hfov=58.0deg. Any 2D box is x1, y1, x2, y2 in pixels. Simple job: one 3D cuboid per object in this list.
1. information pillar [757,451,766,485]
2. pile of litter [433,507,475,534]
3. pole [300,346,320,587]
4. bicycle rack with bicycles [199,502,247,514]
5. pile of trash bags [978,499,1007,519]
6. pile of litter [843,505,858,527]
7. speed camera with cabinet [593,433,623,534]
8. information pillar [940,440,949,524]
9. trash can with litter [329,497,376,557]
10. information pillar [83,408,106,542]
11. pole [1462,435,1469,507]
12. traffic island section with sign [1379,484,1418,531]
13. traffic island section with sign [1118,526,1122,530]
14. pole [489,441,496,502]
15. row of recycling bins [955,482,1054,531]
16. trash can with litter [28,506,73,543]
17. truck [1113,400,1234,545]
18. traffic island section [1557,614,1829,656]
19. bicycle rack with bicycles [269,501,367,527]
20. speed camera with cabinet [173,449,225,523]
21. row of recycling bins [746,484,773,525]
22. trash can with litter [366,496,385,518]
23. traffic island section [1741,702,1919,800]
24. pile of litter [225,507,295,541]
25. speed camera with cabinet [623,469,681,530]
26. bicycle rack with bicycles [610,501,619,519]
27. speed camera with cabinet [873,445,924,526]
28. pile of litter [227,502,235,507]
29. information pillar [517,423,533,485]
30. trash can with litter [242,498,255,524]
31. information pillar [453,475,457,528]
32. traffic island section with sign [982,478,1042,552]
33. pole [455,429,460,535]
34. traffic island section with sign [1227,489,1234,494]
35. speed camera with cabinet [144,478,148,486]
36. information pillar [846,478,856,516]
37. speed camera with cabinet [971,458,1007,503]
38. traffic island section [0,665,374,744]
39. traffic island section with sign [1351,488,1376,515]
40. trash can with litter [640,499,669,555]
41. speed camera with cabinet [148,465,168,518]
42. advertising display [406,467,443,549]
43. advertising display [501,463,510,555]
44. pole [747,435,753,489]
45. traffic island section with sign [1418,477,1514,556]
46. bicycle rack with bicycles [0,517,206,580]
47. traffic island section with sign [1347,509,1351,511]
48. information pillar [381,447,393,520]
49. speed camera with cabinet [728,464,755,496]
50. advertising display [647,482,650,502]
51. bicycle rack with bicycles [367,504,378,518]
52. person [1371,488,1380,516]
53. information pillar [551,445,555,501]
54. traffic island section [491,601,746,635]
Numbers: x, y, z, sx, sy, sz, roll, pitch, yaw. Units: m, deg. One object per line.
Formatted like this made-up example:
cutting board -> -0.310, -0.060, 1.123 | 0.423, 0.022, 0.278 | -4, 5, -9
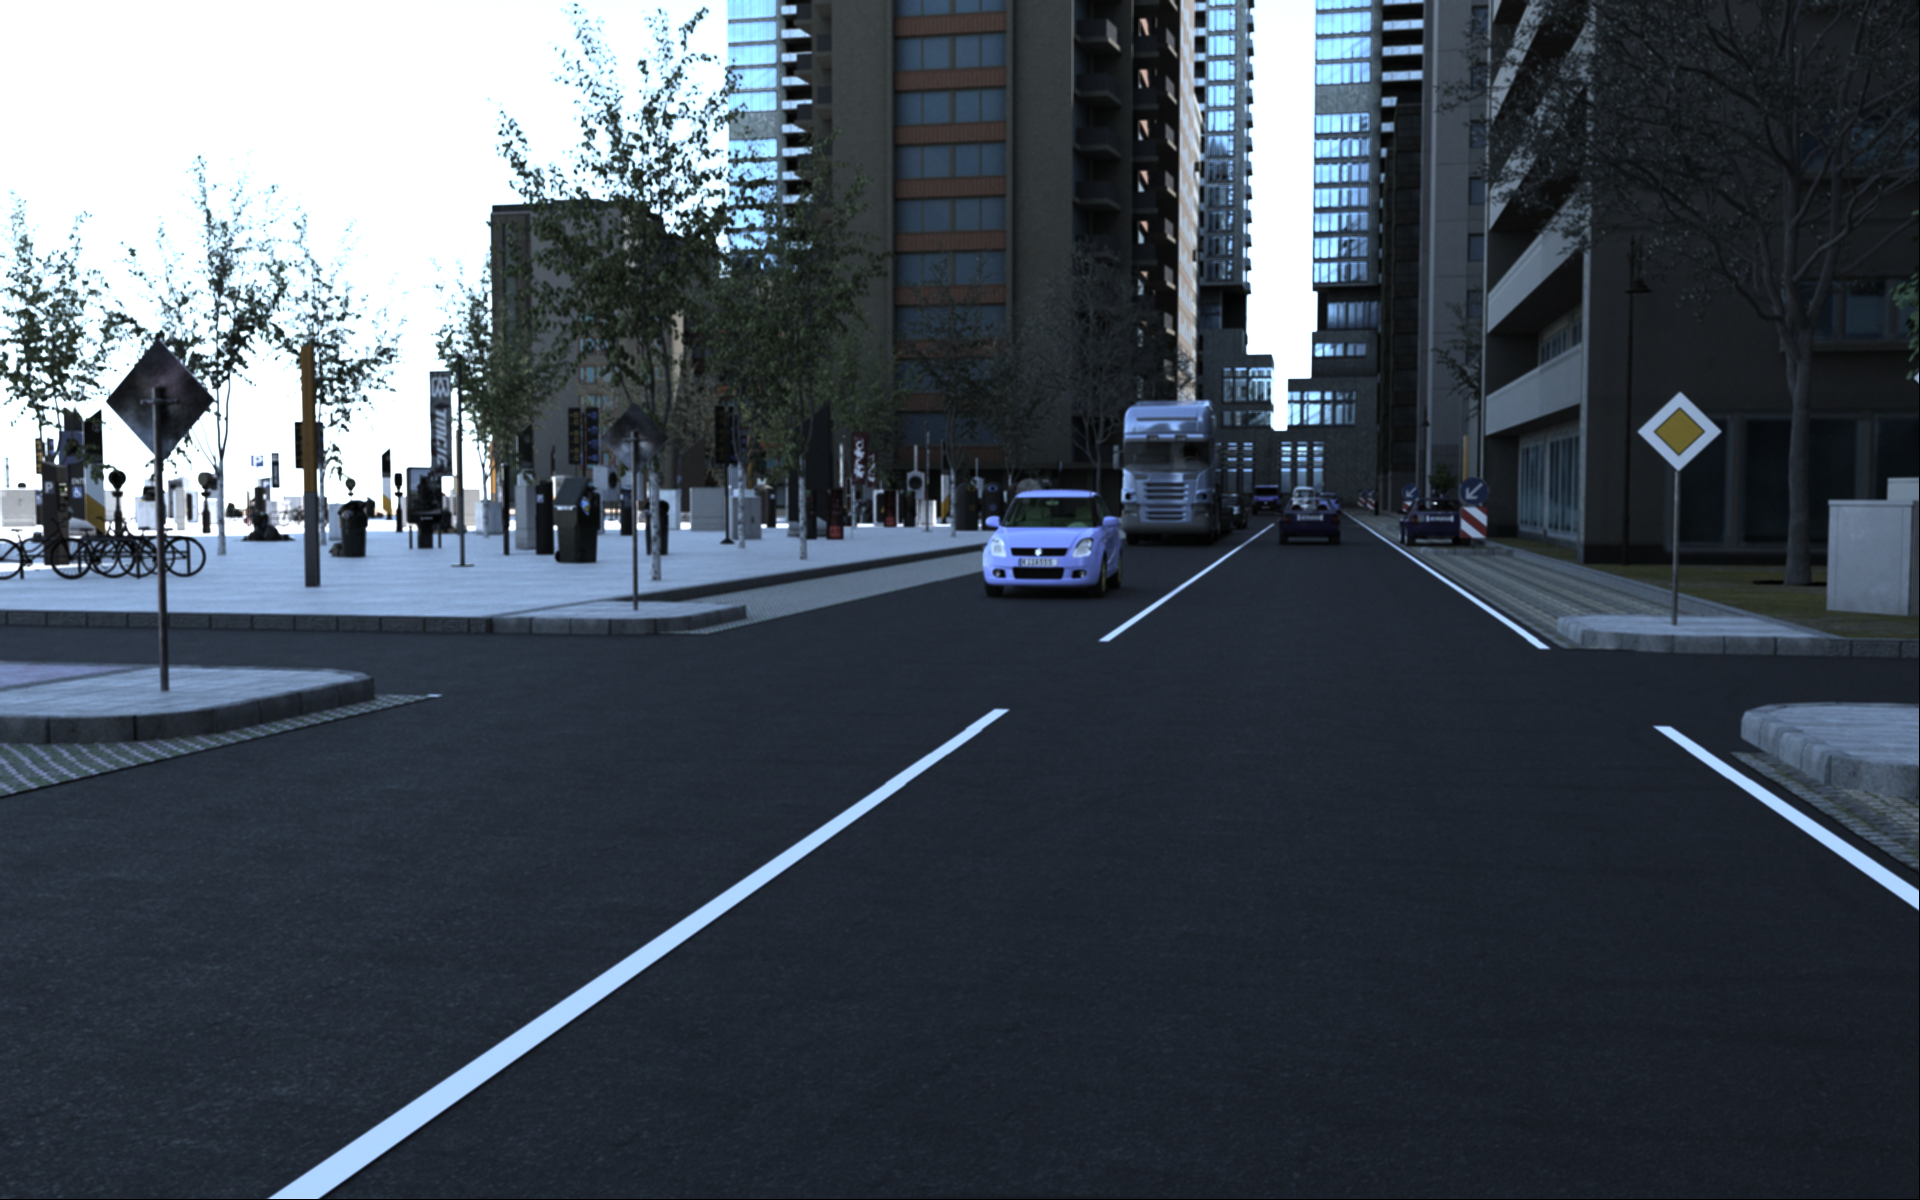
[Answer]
information pillar -> -10.413, -6.101, 91.107 | 0.504, 3.616, 0.183 | -1, 4, -9
pile of litter -> -16.638, -2.607, 56.583 | 1.719, 0.858, 1.176 | -3, 4, -37
pole -> -8.976, -1.840, 23.924 | 0.158, 3.312, 0.155 | 0, 3, 0
bicycle rack with bicycles -> -34.210, -4.103, 80.467 | 2.925, 0.926, 2.852 | 0, 4, -4
pile of trash bags -> 1.166, -4.833, 88.771 | 1.912, 1.369, 3.447 | -2, 4, -27
pile of litter -> -4.776, -3.332, 68.442 | 1.719, 0.858, 1.176 | -2, 4, -23
speed camera with cabinet -> -11.638, -3.728, 55.296 | 0.660, 3.252, 2.038 | 1, 4, 16
information pillar -> -0.639, -5.092, 74.608 | 0.183, 3.616, 0.504 | 3, 4, 37
trash can with litter -> -12.555, -1.467, 35.372 | 1.055, 1.170, 0.624 | 3, 5, 41
information pillar -> -23.376, -3.391, 46.798 | 0.504, 3.616, 0.183 | -2, 4, -32
pole -> 17.466, -4.036, 59.840 | 0.158, 3.312, 0.155 | 0, 3, 0
traffic island section with sign -> 17.569, -3.635, 68.063 | 1.989, 1.847, 2.006 | 1, 4, 12
traffic island section with sign -> 7.193, -3.745, 69.859 | 1.989, 1.847, 2.006 | 1, 4, 12
pole -> -18.075, -4.473, 66.973 | 0.158, 3.312, 0.155 | 0, 3, 0
row of recycling bins -> 1.564, -3.290, 60.911 | 3.534, 1.692, 1.069 | 0, 4, 3
trash can with litter -> -24.149, -2.114, 45.948 | 1.055, 1.170, 0.624 | -3, 5, -41
truck -> 7.252, -4.028, 55.620 | 2.967, 4.110, 18.799 | 1, 4, 11
traffic island section -> 7.011, 0.325, 16.959 | 2.009, 0.180, 2.903 | 1, 4, 12
bicycle rack with bicycles -> -25.321, -3.305, 67.412 | 2.852, 0.926, 2.925 | 1, 4, 16
speed camera with cabinet -> -33.522, -5.011, 76.267 | 2.038, 3.252, 0.660 | -1, 4, -14
row of recycling bins -> -8.600, -4.125, 74.549 | 1.069, 1.692, 3.534 | -1, 4, -14
trash can with litter -> -31.441, -4.995, 93.059 | 1.055, 1.170, 0.624 | 0, 4, 2
traffic island section -> 5.398, 0.804, 9.138 | 2.009, 0.180, 2.903 | 1, 4, 12
pile of litter -> -19.135, -2.061, 47.659 | 1.719, 0.858, 1.176 | 2, 4, 26
speed camera with cabinet -> -11.129, -4.163, 62.406 | 2.038, 3.252, 0.660 | 0, 4, 4
bicycle rack with bicycles -> -17.555, -4.389, 85.139 | 2.852, 0.926, 2.925 | -1, 4, -17
speed camera with cabinet -> -2.479, -4.627, 69.984 | 2.038, 3.252, 0.660 | 0, 4, 1
pile of litter -> -40.221, -4.964, 95.131 | 1.719, 0.858, 1.176 | -3, 5, -42
information pillar -> -14.242, -4.002, 56.781 | 0.504, 3.616, 0.183 | -2, 4, -24
trash can with litter -> -30.566, -3.872, 74.696 | 1.055, 1.170, 0.624 | 2, 4, 31
information pillar -> -19.174, -3.774, 66.194 | 0.304, 2.012, 0.304 | -3, 4, -38
traffic island section with sign -> 1.694, -2.113, 43.177 | 1.989, 1.847, 2.006 | 1, 4, 12
pole -> -15.774, -3.712, 54.540 | 0.158, 3.312, 0.155 | 0, 3, 0
traffic island section with sign -> 22.765, -8.363, 145.357 | 1.989, 1.847, 2.006 | 1, 4, 12
speed camera with cabinet -> -44.216, -6.225, 96.115 | 0.660, 3.252, 2.038 | 2, 4, 28
information pillar -> -4.968, -4.556, 78.985 | 0.304, 2.012, 0.304 | -3, 5, -43
speed camera with cabinet -> 1.637, -6.134, 94.630 | 2.038, 3.252, 0.660 | 1, 4, 14
traffic island section -> -5.220, 0.670, 11.325 | 2.009, 0.180, 2.903 | 1, 4, 12
traffic island section with sign -> 27.653, -6.628, 117.003 | 1.989, 1.847, 2.006 | 1, 4, 12
trash can with litter -> -6.496, -1.553, 36.785 | 0.624, 1.170, 1.055 | -1, 4, -12
speed camera with cabinet -> -42.920, -6.108, 94.195 | 2.038, 3.252, 0.660 | 1, 4, 15
advertising display -> -12.652, -2.185, 40.933 | 0.123, 1.923, 0.974 | 2, 4, 33
advertising display -> -9.631, -1.926, 36.706 | 0.123, 1.923, 0.974 | -1, 4, -17
pole -> -7.310, -4.067, 60.333 | 0.158, 3.312, 0.155 | 0, 3, 0
traffic island section with sign -> 11.996, -1.983, 41.050 | 1.989, 1.847, 2.006 | 1, 4, 12
bicycle rack with bicycles -> -13.187, -0.832, 26.980 | 2.925, 0.926, 2.852 | 0, 4, 1
traffic island section with sign -> 33.170, -8.263, 143.728 | 1.989, 1.847, 2.006 | 1, 4, 12
information pillar -> -28.464, -5.790, 86.015 | 0.504, 3.616, 0.183 | -3, 4, -37
speed camera with cabinet -> -7.427, -3.938, 58.730 | 0.660, 3.252, 2.038 | -1, 4, -19
advertising display -> -16.459, -5.250, 91.059 | 0.123, 1.923, 0.974 | -2, 4, -30
bicycle rack with bicycles -> -27.162, -3.763, 74.908 | 2.925, 0.926, 2.852 | 0, 4, 3
person -> 27.516, -6.483, 114.515 | 0.705, 1.823, 1.348 | 0, 4, -8
information pillar -> -19.204, -5.531, 81.783 | 0.183, 3.616, 0.504 | 0, 4, -2
traffic island section -> -3.607, 0.192, 19.146 | 2.009, 0.180, 2.903 | 1, 4, 12
